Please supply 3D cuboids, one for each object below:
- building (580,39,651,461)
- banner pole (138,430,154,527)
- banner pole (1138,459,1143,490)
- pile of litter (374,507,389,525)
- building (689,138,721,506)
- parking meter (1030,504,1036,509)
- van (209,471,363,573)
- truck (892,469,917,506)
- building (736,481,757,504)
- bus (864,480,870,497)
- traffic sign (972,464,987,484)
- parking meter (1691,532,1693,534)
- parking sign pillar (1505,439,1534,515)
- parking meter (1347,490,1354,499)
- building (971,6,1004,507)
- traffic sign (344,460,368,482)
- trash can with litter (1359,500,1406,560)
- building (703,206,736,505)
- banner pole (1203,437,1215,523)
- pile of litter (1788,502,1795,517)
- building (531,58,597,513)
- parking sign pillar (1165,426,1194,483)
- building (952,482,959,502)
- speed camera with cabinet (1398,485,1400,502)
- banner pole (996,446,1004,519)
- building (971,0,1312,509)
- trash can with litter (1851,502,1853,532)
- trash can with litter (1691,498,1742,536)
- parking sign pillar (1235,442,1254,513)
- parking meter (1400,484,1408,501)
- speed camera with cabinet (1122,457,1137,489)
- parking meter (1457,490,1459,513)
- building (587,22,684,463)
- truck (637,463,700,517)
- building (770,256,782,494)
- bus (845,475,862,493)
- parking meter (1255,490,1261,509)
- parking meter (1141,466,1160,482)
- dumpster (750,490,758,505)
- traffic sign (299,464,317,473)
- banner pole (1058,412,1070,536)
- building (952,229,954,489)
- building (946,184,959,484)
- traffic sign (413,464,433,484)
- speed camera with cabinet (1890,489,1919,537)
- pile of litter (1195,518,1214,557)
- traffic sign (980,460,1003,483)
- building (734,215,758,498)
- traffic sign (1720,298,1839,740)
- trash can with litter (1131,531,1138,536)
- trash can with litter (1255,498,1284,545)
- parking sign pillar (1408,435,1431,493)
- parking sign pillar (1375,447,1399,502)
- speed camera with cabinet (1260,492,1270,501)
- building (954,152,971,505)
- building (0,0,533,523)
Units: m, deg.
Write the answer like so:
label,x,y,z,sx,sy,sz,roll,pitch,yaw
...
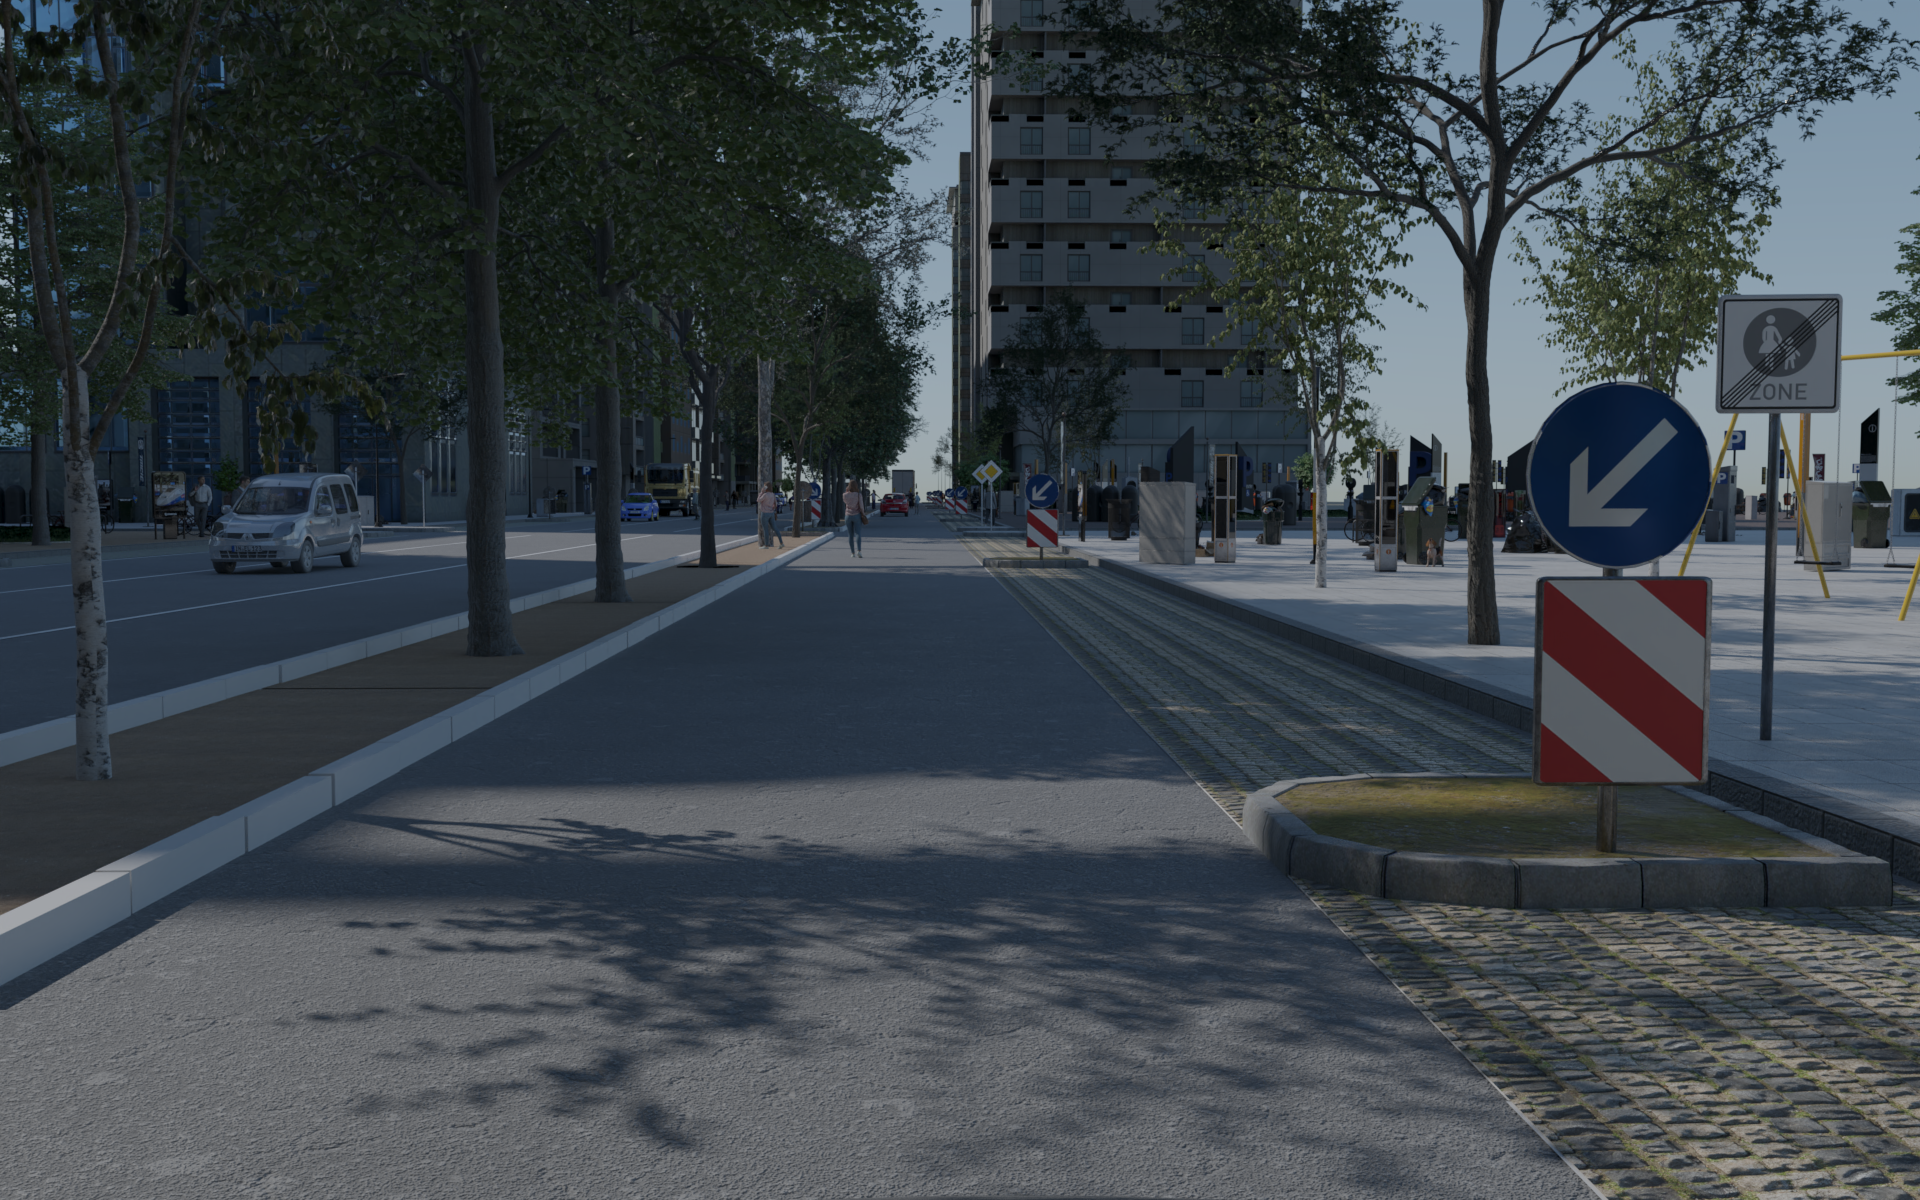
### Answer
label,x,y,z,sx,sy,sz,roll,pitch,yaw
building,-33.579,-28.386,147.713,14.154,41.232,14.086,0,4,-2
banner pole,-31.584,-4.710,67.025,0.401,3.779,0.863,0,4,2
banner pole,12.889,-8.157,123.388,0.401,3.779,0.863,2,4,35
pile of litter,-24.803,-3.592,72.688,1.719,0.858,1.176,0,4,-3
building,-38.561,-34.572,184.860,23.786,49.044,30.456,0,4,-2
parking meter,4.195,-5.592,99.837,0.372,1.533,0.369,0,3,0
van,-12.640,-1.565,32.597,2.013,2.044,4.112,0,4,-1
truck,-6.558,-13.095,203.018,2.839,4.237,11.283,0,3,0
building,-44.606,-33.337,236.937,32.217,40.220,23.993,0,4,-2
bus,-12.325,-13.255,208.271,2.896,3.916,12.252,0,4,-1
traffic sign,0.864,-3.950,66.777,0.795,2.593,0.064,0,4,-2
parking meter,23.481,-2.895,55.746,0.372,1.533,0.369,0,3,0
parking sign pillar,27.375,-5.886,84.709,1.447,3.967,1.447,0,4,0
parking meter,23.462,-5.850,104.061,0.372,1.533,0.369,0,3,0
building,11.661,-39.526,188.253,21.231,58.520,28.212,0,4,-2
traffic sign,-20.304,-3.428,58.232,0.795,2.593,0.064,0,4,-2
trash can with litter,8.456,-1.378,33.921,1.055,1.170,0.624,-2,4,-23
building,-34.868,-32.089,208.250,14.154,41.232,14.086,0,4,-2
banner pole,11.023,-5.282,76.385,0.401,3.779,0.863,3,5,40
pile of litter,45.439,-4.881,93.761,1.719,0.858,1.176,-2,4,-35
building,-36.942,-42.091,126.440,20.563,71.187,20.611,0,4,-2
parking sign pillar,8.672,-4.892,68.462,1.447,3.967,1.447,-3,5,-44
building,15.049,-33.999,247.769,32.217,40.220,23.993,0,4,-2
speed camera with cabinet,27.816,-6.970,108.295,2.038,3.252,0.660,0,4,-4
banner pole,2.081,-6.123,90.121,0.401,3.779,0.863,0,4,1
building,15.782,-34.917,160.127,28.713,52.752,27.495,0,4,-2
trash can with litter,29.881,-2.870,58.309,0.624,1.170,1.055,-1,4,-9
trash can with litter,23.339,-2.616,53.825,1.678,1.210,2.233,-1,4,-13
parking sign pillar,14.696,-6.179,89.494,1.447,3.967,1.447,3,4,37
parking meter,25.774,-5.804,100.611,0.399,1.863,0.255,-2,4,-28
speed camera with cabinet,8.351,-5.961,91.801,2.038,3.252,0.660,-1,4,-17
parking meter,27.801,-5.369,96.187,0.372,1.533,0.369,0,3,0
building,-33.134,-31.308,161.995,14.600,45.320,14.200,0,4,-2
truck,-18.373,-7.014,110.602,3.469,3.379,9.791,0,4,-3
building,-36.806,-38.824,284.886,14.600,45.320,14.200,0,4,-2
bus,-12.136,-12.182,190.724,2.896,3.916,12.252,0,4,-1
parking meter,17.926,-5.854,104.123,0.372,1.533,0.369,0,3,0
parking meter,4.041,-1.900,36.774,0.399,1.863,0.255,-3,5,-42
dumpster,-24.086,-12.105,206.133,1.865,1.857,1.264,0,4,-2
traffic sign,-22.057,-3.457,58.659,0.606,2.300,0.079,0,4,3
banner pole,3.137,-3.841,52.825,0.401,3.779,0.863,1,4,13
building,5.715,-35.655,266.549,14.154,41.232,14.086,0,4,-2
building,12.299,-42.706,287.481,28.713,52.752,27.495,0,4,-2
traffic sign,-20.523,-3.916,66.214,0.795,2.593,0.064,0,4,-2
speed camera with cabinet,29.342,-3.552,52.408,2.038,3.252,0.660,0,4,0
pile of litter,4.925,-1.328,35.685,1.719,0.858,1.176,-1,4,-12
traffic sign,1.083,-3.462,58.795,0.795,2.593,0.064,0,4,-2
building,-40.375,-37.228,263.304,22.147,44.769,28.867,0,4,-2
traffic sign,4.202,-0.418,8.964,0.606,2.300,0.079,0,4,6
trash can with litter,5.841,-2.616,53.834,2.233,1.210,1.678,-2,4,-34
trash can with litter,7.789,-1.991,43.933,0.624,1.170,1.055,-1,4,-15
parking sign pillar,21.051,-5.518,78.699,1.447,3.967,1.447,2,4,29
parking sign pillar,24.332,-6.741,98.693,1.447,3.967,1.447,0,4,-7
speed camera with cabinet,21.833,-8.166,127.856,2.038,3.252,0.660,1,4,19
building,6.806,-32.184,209.804,14.154,41.232,14.086,0,4,-2
building,-35.477,-47.544,90.013,22.319,86.520,31.000,0,4,-2
